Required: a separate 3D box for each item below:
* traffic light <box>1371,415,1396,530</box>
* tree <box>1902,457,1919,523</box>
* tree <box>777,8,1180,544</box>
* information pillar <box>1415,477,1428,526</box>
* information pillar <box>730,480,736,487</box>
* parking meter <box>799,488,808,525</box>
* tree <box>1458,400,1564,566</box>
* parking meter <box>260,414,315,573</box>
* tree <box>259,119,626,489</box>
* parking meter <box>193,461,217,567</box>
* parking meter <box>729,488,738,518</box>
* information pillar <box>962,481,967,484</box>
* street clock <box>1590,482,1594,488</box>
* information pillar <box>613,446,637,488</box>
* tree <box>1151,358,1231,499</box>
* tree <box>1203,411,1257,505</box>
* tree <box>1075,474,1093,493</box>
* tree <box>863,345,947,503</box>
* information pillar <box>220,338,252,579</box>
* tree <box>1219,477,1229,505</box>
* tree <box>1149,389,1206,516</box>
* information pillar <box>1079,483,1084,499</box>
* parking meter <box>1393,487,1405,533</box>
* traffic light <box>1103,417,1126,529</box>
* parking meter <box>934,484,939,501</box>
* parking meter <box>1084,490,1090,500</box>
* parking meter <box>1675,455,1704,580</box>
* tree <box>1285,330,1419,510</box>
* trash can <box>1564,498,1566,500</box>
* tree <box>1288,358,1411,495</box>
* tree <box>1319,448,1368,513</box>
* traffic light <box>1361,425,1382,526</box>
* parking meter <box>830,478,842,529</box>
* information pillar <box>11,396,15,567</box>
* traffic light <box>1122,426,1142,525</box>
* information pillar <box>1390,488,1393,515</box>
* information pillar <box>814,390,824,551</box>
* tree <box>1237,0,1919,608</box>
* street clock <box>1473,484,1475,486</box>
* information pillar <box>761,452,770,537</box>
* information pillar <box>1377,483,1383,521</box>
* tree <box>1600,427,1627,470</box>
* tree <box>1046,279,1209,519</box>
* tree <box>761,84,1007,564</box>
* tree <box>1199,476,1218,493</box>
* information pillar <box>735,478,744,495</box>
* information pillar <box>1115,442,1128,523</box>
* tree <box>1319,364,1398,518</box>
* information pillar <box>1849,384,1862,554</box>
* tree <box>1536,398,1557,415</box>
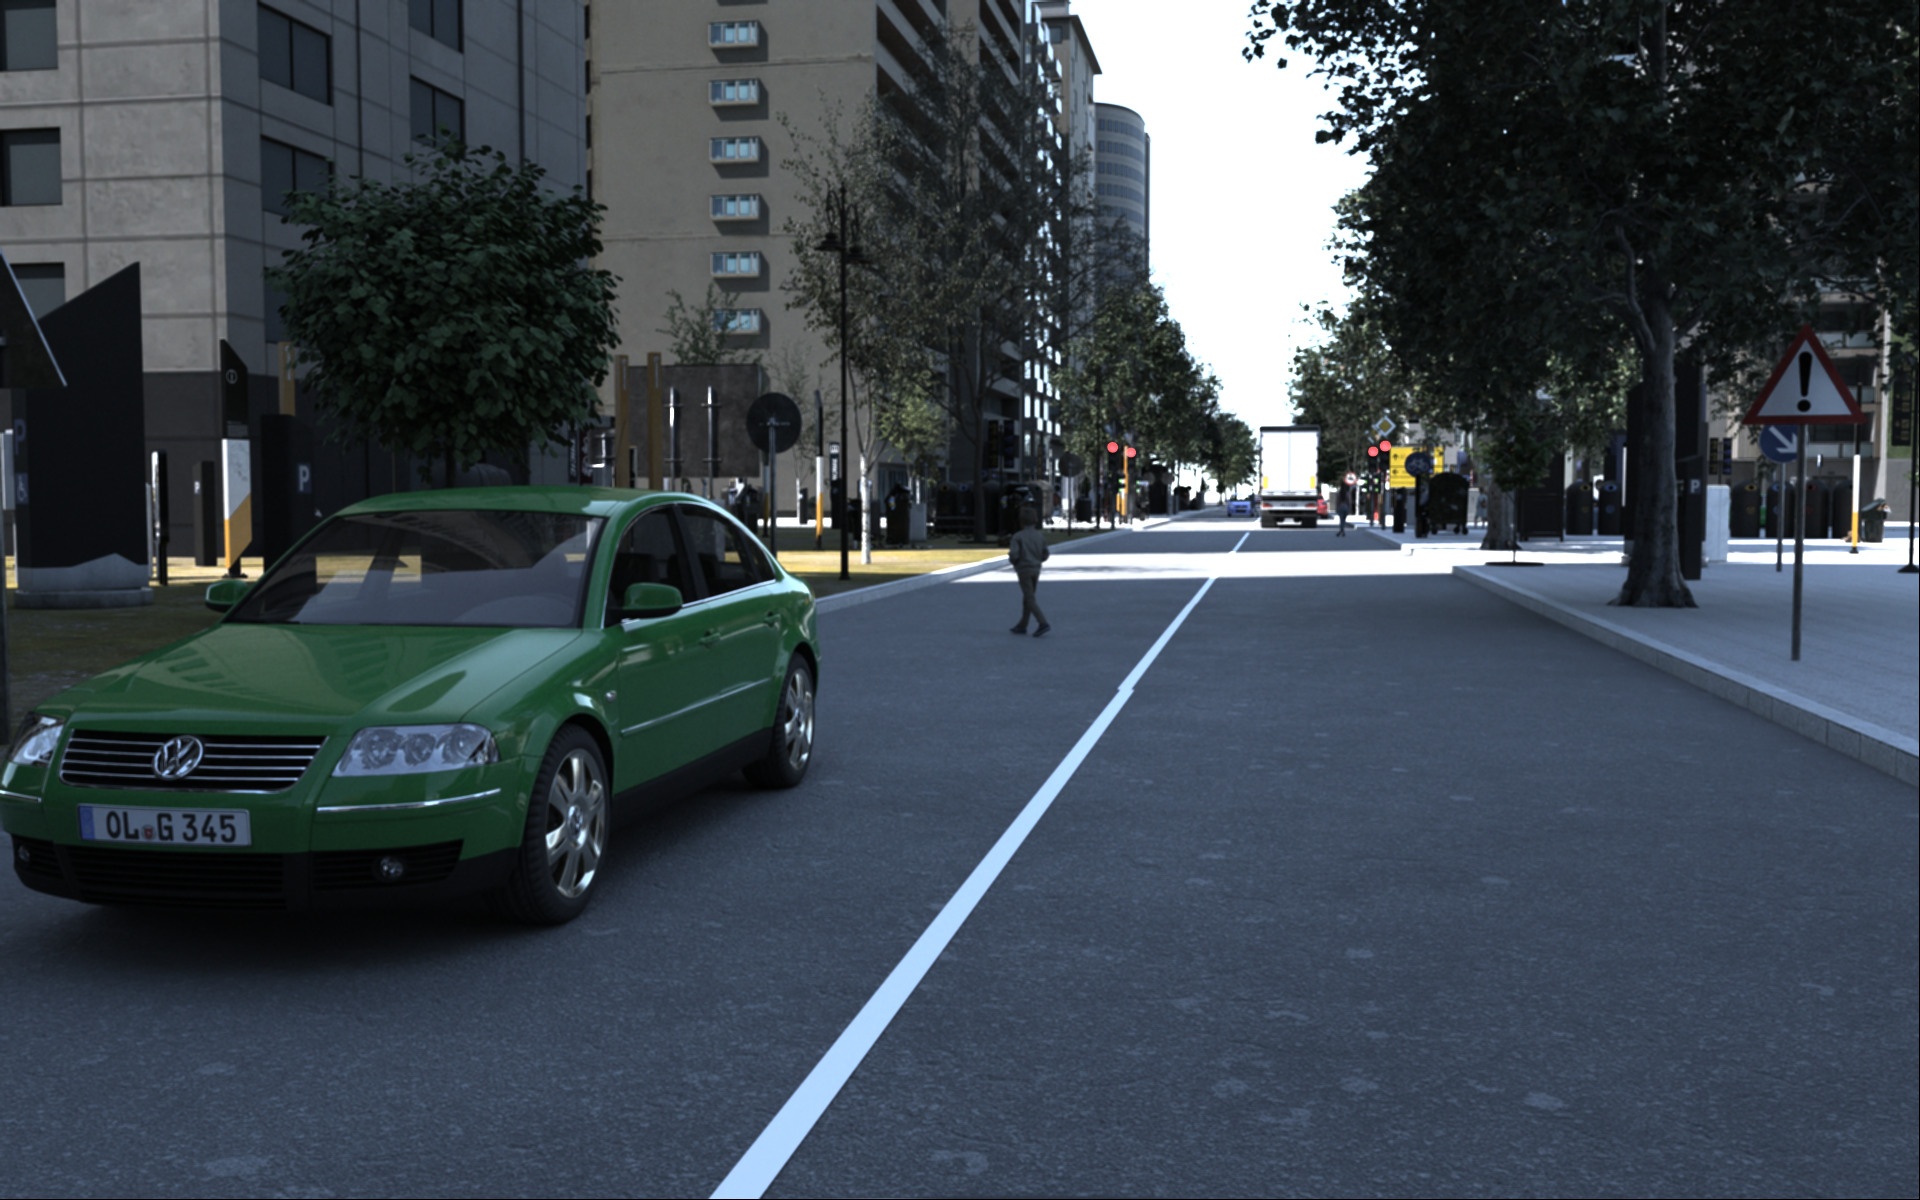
[{"bbox_3d":[15.078,-4.446,61.610,0.839,4.253,0.868,1,4,10],"label":"traffic light"},{"bbox_3d":[42.662,-4.987,76.135,1.663,3.219,1.824,0,3,0],"label":"tree"},{"bbox_3d":[0.370,-8.222,44.798,12.009,13.543,11.850,0,3,0],"label":"tree"},{"bbox_3d":[15.155,-3.204,56.872,0.304,2.012,0.304,-2,4,-34],"label":"information pillar"},{"bbox_3d":[-11.706,-5.222,89.867,0.304,2.012,0.304,-3,5,-39],"label":"information pillar"},{"bbox_3d":[-6.604,-3.954,73.059,0.372,1.533,0.369,0,3,0],"label":"parking meter"},{"bbox_3d":[10.046,-2.230,31.054,1.663,3.219,1.824,0,3,0],"label":"tree"},{"bbox_3d":[-4.997,-0.441,12.917,0.255,1.863,0.399,0,4,5],"label":"parking meter"},{"bbox_3d":[-4.477,-1.939,15.413,4.285,4.588,4.351,0,3,0],"label":"tree"},{"bbox_3d":[-13.399,-1.530,30.726,0.399,1.863,0.255,3,5,43],"label":"parking meter"},{"bbox_3d":[-9.649,-3.996,73.744,0.372,1.533,0.369,0,3,0],"label":"parking meter"},{"bbox_3d":[0.266,-5.862,100.330,0.304,2.012,0.304,0,4,1],"label":"information pillar"},{"bbox_3d":[36.697,-5.893,100.924,0.471,2.002,0.358,-2,4,-30],"label":"street clock"},{"bbox_3d":[-5.184,-1.367,26.844,0.304,2.012,0.304,-2,4,-29],"label":"information pillar"},{"bbox_3d":[14.679,-11.259,118.501,7.601,10.594,8.767,1,4,17],"label":"tree"},{"bbox_3d":[31.675,-17.320,208.942,9.928,11.665,9.643,0,3,0],"label":"tree"},{"bbox_3d":[9.729,-8.654,136.102,1.663,3.219,1.824,0,3,0],"label":"tree"},{"bbox_3d":[-2.502,-8.230,84.924,4.737,8.622,4.395,0,3,0],"label":"tree"},{"bbox_3d":[-11.025,-2.141,26.364,0.183,3.616,0.504,1,4,20],"label":"information pillar"},{"bbox_3d":[29.470,-12.331,196.208,1.663,3.219,1.824,0,3,0],"label":"tree"},{"bbox_3d":[12.593,-9.368,103.523,4.360,8.622,3.978,0,3,0],"label":"tree"},{"bbox_3d":[7.890,-6.602,112.430,0.304,2.012,0.304,-1,4,-15],"label":"information pillar"},{"bbox_3d":[14.587,-3.006,57.564,0.372,1.533,0.369,0,3,0],"label":"parking meter"},{"bbox_3d":[5.622,-4.551,63.328,0.839,4.253,0.868,1,4,10],"label":"traffic light"},{"bbox_3d":[-1.252,-5.574,96.843,0.399,1.863,0.255,1,4,13],"label":"parking meter"},{"bbox_3d":[8.016,-6.159,109.104,0.372,1.533,0.369,0,3,0],"label":"parking meter"},{"bbox_3d":[10.867,-1.234,25.885,0.399,1.863,0.255,-1,4,-22],"label":"parking meter"},{"bbox_3d":[28.883,-13.503,127.435,9.857,13.997,8.962,0,3,0],"label":"tree"},{"bbox_3d":[38.094,-6.051,110.592,0.748,1.137,0.748,0,3,0],"label":"trash can"},{"bbox_3d":[25.045,-10.851,111.831,8.767,10.594,7.601,1,4,10],"label":"tree"},{"bbox_3d":[26.261,-8.274,118.998,4.285,4.588,4.351,0,3,0],"label":"tree"},{"bbox_3d":[16.524,-4.926,69.463,0.839,4.253,0.868,1,4,10],"label":"traffic light"},{"bbox_3d":[-4.536,-3.535,63.508,0.399,1.863,0.255,1,4,17],"label":"parking meter"},{"bbox_3d":[-16.589,-2.391,30.439,0.183,3.616,0.504,-2,4,-28],"label":"information pillar"},{"bbox_3d":[7.068,-5.031,71.181,0.839,4.253,0.868,1,4,10],"label":"traffic light"},{"bbox_3d":[25.938,-6.070,103.740,0.304,2.012,0.304,0,4,-1],"label":"information pillar"},{"bbox_3d":[-3.148,-2.898,38.736,0.183,3.616,0.504,-1,4,-15],"label":"information pillar"},{"bbox_3d":[8.027,-6.282,19.724,9.611,12.733,9.660,0,3,0],"label":"tree"},{"bbox_3d":[35.845,-7.143,121.361,0.358,2.002,0.471,-3,5,-43],"label":"street clock"},{"bbox_3d":[-5.753,-3.666,51.295,0.183,3.616,0.504,-1,4,-18],"label":"information pillar"},{"bbox_3d":[19.786,-5.499,81.264,0.183,3.616,0.504,0,4,-7],"label":"information pillar"},{"bbox_3d":[28.528,-5.411,72.191,4.285,4.588,4.351,0,3,0],"label":"tree"},{"bbox_3d":[9.270,-10.649,91.116,9.611,12.733,9.660,0,3,0],"label":"tree"},{"bbox_3d":[-1.584,-4.956,31.396,4.360,8.622,3.978,0,3,0],"label":"tree"},{"bbox_3d":[23.759,-10.680,169.219,1.663,3.219,1.824,0,3,0],"label":"tree"},{"bbox_3d":[-9.644,-5.200,76.366,0.504,3.616,0.183,0,4,3],"label":"information pillar"},{"bbox_3d":[7.264,-5.254,77.262,0.504,3.616,0.183,1,4,19],"label":"information pillar"},{"bbox_3d":[21.244,-8.680,92.286,4.360,8.622,3.978,0,3,0],"label":"tree"},{"bbox_3d":[19.161,-2.793,37.016,0.183,3.616,0.504,2,4,24],"label":"information pillar"},{"bbox_3d":[23.176,-7.391,71.205,4.360,8.622,3.978,0,3,0],"label":"tree"}]
